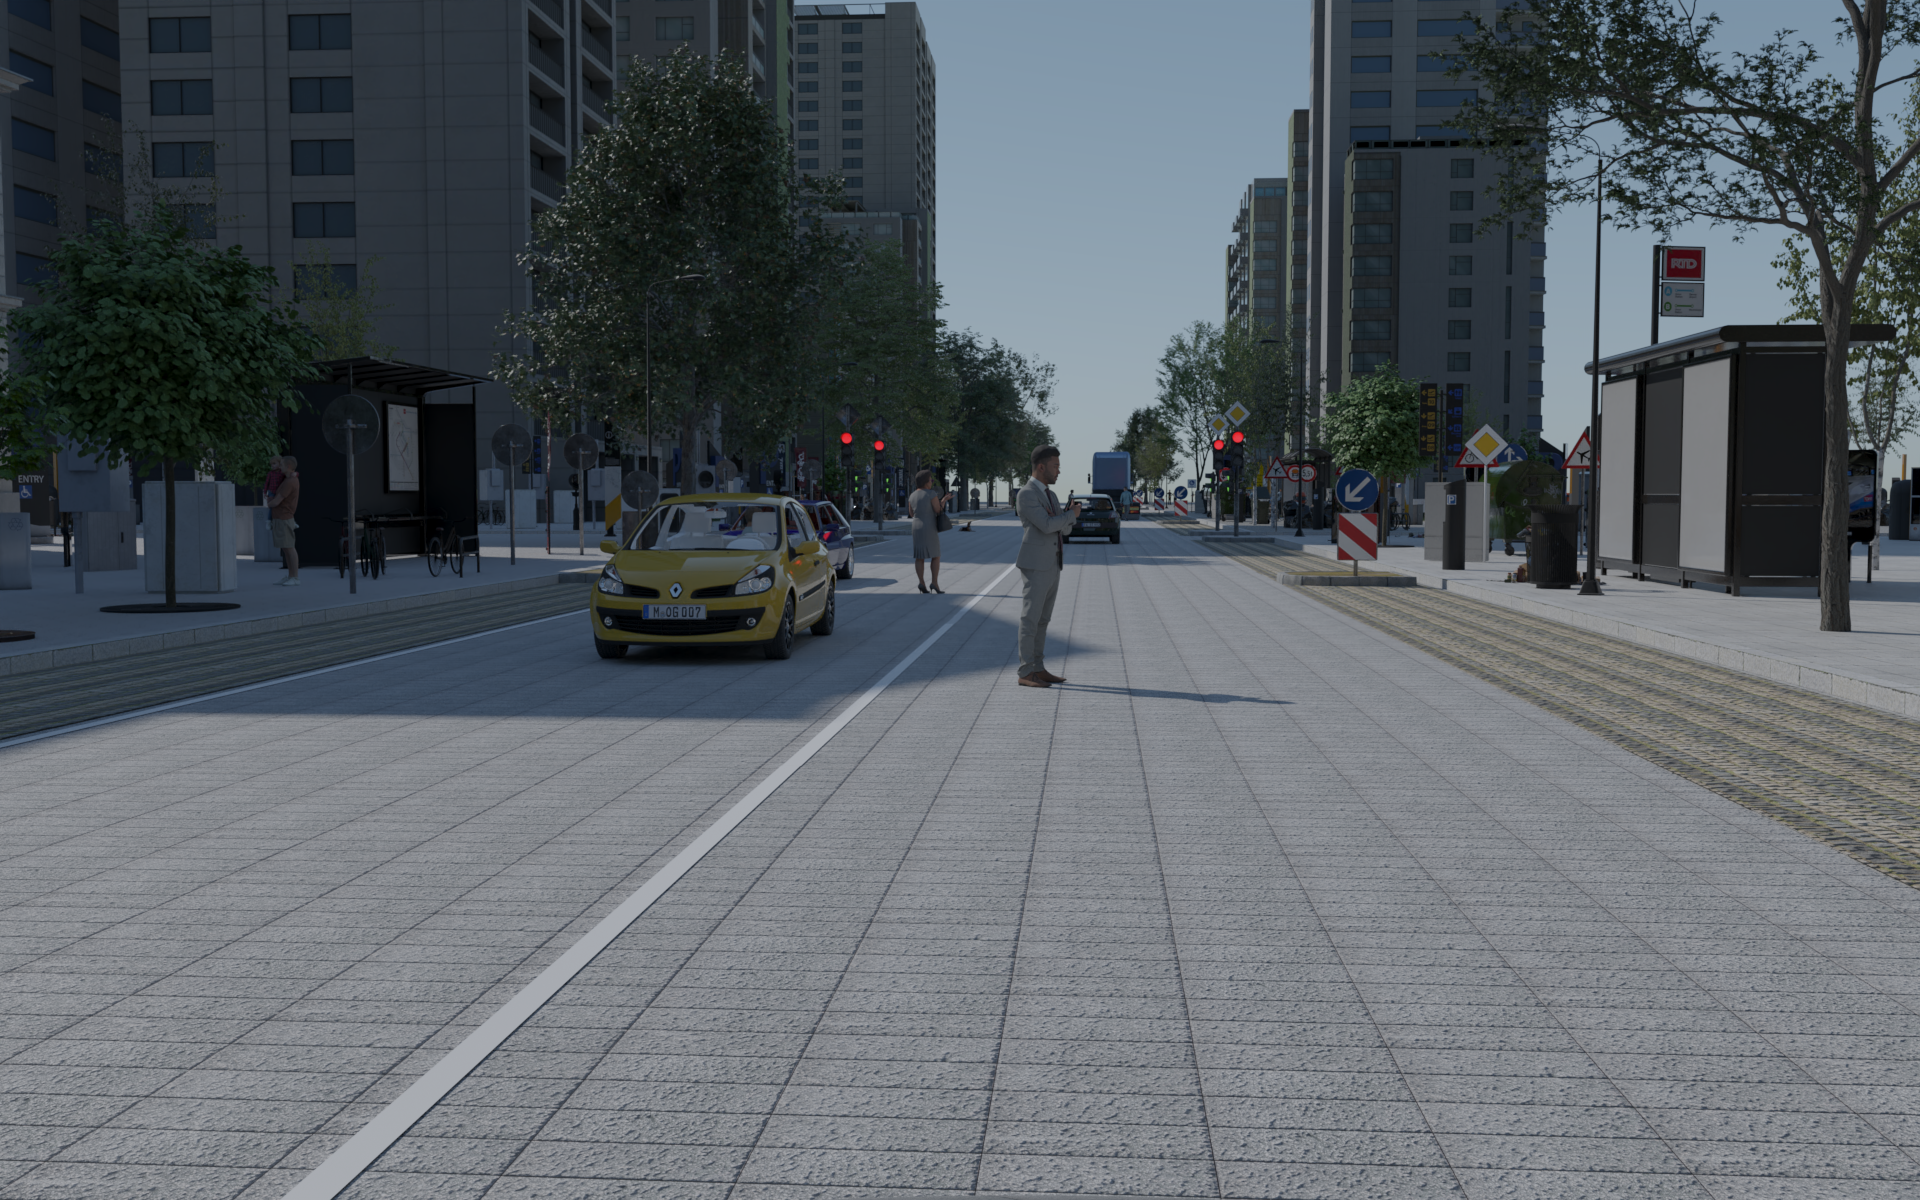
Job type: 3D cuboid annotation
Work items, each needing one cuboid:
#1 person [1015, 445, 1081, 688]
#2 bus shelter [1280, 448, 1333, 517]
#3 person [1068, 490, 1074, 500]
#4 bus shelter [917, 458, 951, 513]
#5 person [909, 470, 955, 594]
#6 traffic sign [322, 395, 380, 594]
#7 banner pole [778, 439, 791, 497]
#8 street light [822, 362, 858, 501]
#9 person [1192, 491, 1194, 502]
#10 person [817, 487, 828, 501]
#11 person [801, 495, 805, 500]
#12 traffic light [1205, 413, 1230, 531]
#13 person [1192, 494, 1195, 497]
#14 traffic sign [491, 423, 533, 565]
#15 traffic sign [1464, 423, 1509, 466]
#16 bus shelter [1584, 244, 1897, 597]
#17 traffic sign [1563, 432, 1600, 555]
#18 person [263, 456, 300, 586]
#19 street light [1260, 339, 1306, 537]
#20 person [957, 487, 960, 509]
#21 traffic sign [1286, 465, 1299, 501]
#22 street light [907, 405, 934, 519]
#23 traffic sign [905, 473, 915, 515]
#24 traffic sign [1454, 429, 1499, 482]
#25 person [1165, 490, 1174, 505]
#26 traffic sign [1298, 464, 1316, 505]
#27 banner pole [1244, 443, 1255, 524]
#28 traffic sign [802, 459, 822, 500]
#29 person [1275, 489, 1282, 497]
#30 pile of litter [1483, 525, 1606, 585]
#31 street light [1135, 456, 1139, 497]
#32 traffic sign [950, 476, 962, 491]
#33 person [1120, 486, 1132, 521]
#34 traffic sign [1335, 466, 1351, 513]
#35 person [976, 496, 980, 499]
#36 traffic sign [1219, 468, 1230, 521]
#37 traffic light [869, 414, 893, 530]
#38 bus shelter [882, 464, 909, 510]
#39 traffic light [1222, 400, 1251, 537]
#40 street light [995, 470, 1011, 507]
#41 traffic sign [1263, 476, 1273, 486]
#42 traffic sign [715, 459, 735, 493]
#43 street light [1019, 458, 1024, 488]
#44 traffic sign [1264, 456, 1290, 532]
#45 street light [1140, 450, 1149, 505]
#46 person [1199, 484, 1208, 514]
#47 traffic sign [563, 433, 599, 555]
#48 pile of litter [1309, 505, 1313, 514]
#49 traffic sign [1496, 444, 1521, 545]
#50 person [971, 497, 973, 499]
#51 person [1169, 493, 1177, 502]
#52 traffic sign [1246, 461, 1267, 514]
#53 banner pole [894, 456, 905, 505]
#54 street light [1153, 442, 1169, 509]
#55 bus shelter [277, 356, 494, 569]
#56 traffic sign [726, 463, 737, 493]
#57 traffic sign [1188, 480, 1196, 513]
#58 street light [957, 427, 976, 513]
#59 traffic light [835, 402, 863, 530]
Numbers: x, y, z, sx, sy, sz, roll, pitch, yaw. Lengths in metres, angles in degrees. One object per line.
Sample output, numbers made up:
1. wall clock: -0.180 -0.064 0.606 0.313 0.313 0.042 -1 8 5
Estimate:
1. person: 0.665 -0.261 12.951 0.466 1.800 0.511 1 4 11
2. bus shelter: 15.619 -5.159 78.280 2.014 3.302 5.546 0 4 4
3. person: 7.105 -6.223 111.088 0.643 1.720 0.563 -2 4 -27
4. bus shelter: -1.707 -7.638 116.160 1.731 3.624 6.357 0 4 4
5. person: -0.372 -0.985 24.967 0.716 1.782 0.532 3 4 37
6. traffic sign: -7.822 -1.354 22.244 0.768 2.556 0.104 0 4 6
7. banner pole: -7.344 -5.035 72.341 0.863 3.779 0.401 0 4 3
8. street light: -4.294 -5.421 61.175 1.470 5.913 1.316 0 4 4
9. person: 36.477 -16.219 272.051 0.721 1.723 1.217 2 4 29
10. person: -6.254 -4.438 79.279 0.731 1.740 0.598 -3 5 -43
11. person: -7.985 -4.699 87.540 0.373 1.253 0.362 0 4 5
12. traffic light: 8.937 -4.355 60.117 0.839 4.253 0.868 0 4 4
13. person: 24.544 -10.611 180.222 0.721 1.739 1.217 -2 4 -29
14. traffic sign: -8.094 -1.907 31.281 0.768 2.556 0.104 0 4 7
15. traffic sign: 9.791 -1.986 32.199 0.795 2.593 0.064 1 4 12
16. bus shelter: 10.792 -2.938 25.674 2.179 5.291 8.768 0 4 4
17. traffic sign: 13.002 -2.212 36.170 0.884 2.594 0.081 1 4 8
18. person: -9.497 -1.121 24.342 0.580 1.828 0.573 1 4 16
19. street light: 9.690 -4.862 52.037 1.470 5.913 1.316 0 4 4
20. person: -0.038 -7.757 133.051 0.537 1.800 0.526 3 4 36
21. traffic sign: 14.523 -4.586 75.088 0.768 2.556 0.104 1 4 13
22. street light: -2.072 -7.205 90.341 1.470 5.913 1.316 0 4 4
23. traffic sign: -3.147 -6.442 105.430 0.768 2.556 0.104 1 4 9
24. traffic sign: 10.324 -2.120 34.665 0.884 2.594 0.081 0 4 6
25. person: 24.742 -12.113 204.226 1.348 1.807 0.705 -2 4 -26
26. traffic sign: 14.844 -4.524 74.080 0.768 2.556 0.104 0 4 5
27. banner pole: 12.594 -5.205 75.125 0.863 3.779 0.401 -3 4 -36
28. traffic sign: -5.433 -3.872 63.413 0.768 2.556 0.104 0 4 8
29. person: 33.525 -10.706 181.075 1.348 1.826 0.705 1 4 14
30. pile of litter: 8.486 -0.680 25.079 1.176 0.858 1.719 -2 4 -27
31. street light: 22.180 -14.553 210.483 1.470 5.913 1.316 0 4 4
32. traffic sign: -0.261 -7.525 123.037 0.884 2.594 0.081 1 4 12
33. person: 8.801 -5.120 92.066 0.638 1.841 0.748 2 4 31
34. traffic sign: 10.893 -2.955 48.317 0.884 2.594 0.081 0 4 7
35. person: 1.735 -10.772 183.096 0.756 1.711 0.436 2 4 34
36. traffic sign: 12.784 -5.093 83.373 0.768 2.556 0.104 1 4 8
37. traffic light: -2.791 -4.409 61.010 0.839 4.253 0.868 0 4 4
38. bus shelter: -4.659 -7.383 114.629 2.014 3.302 5.546 0 4 4
39. traffic light: 8.317 -3.868 52.156 0.839 4.253 0.868 0 4 4
40. street light: 4.049 -11.977 168.364 1.470 5.913 1.316 0 4 4
41. traffic sign: 17.067 -5.734 95.888 0.606 2.300 0.079 1 4 10
42. traffic sign: -8.618 -3.882 63.575 0.768 2.556 0.104 1 4 12
43. street light: 6.322 -13.757 197.466 1.470 5.913 1.316 0 4 4
44. traffic sign: 10.803 -3.615 59.101 0.884 2.594 0.081 0 4 6
45. street light: 19.815 -12.774 181.388 1.470 5.913 1.316 0 4 4
46. person: 15.701 -6.475 111.264 0.648 1.900 0.474 -3 4 -39
47. traffic sign: -7.919 -2.207 36.189 0.768 2.556 0.104 0 4 8
48. pile of litter: 14.496 -3.466 70.632 1.719 0.858 1.176 0 4 2
49. traffic sign: 13.979 -2.681 43.943 0.768 2.556 0.104 0 4 7
50. person: 2.031 -16.656 279.832 0.593 1.643 0.415 2 4 24
51. person: 21.022 -9.945 169.430 1.217 1.735 0.721 3 5 40
52. traffic sign: 17.759 -6.962 107.708 2.265 3.308 0.079 1 4 10
53. banner pole: -3.725 -7.004 104.532 0.863 3.779 0.401 0 4 -4
54. street light: 17.638 -10.993 152.279 1.470 5.913 1.316 0 4 4
55. bus shelter: -10.644 -2.528 32.613 1.731 3.624 6.357 0 4 4
56. traffic sign: -8.966 -4.081 66.824 0.768 2.556 0.104 1 4 11
57. traffic sign: 15.963 -7.164 119.253 0.606 2.300 0.079 1 4 10
58. street light: 0.430 -9.019 119.995 1.470 5.913 1.316 0 4 4
59. traffic light: -3.410 -3.922 53.049 0.839 4.253 0.868 0 4 4
